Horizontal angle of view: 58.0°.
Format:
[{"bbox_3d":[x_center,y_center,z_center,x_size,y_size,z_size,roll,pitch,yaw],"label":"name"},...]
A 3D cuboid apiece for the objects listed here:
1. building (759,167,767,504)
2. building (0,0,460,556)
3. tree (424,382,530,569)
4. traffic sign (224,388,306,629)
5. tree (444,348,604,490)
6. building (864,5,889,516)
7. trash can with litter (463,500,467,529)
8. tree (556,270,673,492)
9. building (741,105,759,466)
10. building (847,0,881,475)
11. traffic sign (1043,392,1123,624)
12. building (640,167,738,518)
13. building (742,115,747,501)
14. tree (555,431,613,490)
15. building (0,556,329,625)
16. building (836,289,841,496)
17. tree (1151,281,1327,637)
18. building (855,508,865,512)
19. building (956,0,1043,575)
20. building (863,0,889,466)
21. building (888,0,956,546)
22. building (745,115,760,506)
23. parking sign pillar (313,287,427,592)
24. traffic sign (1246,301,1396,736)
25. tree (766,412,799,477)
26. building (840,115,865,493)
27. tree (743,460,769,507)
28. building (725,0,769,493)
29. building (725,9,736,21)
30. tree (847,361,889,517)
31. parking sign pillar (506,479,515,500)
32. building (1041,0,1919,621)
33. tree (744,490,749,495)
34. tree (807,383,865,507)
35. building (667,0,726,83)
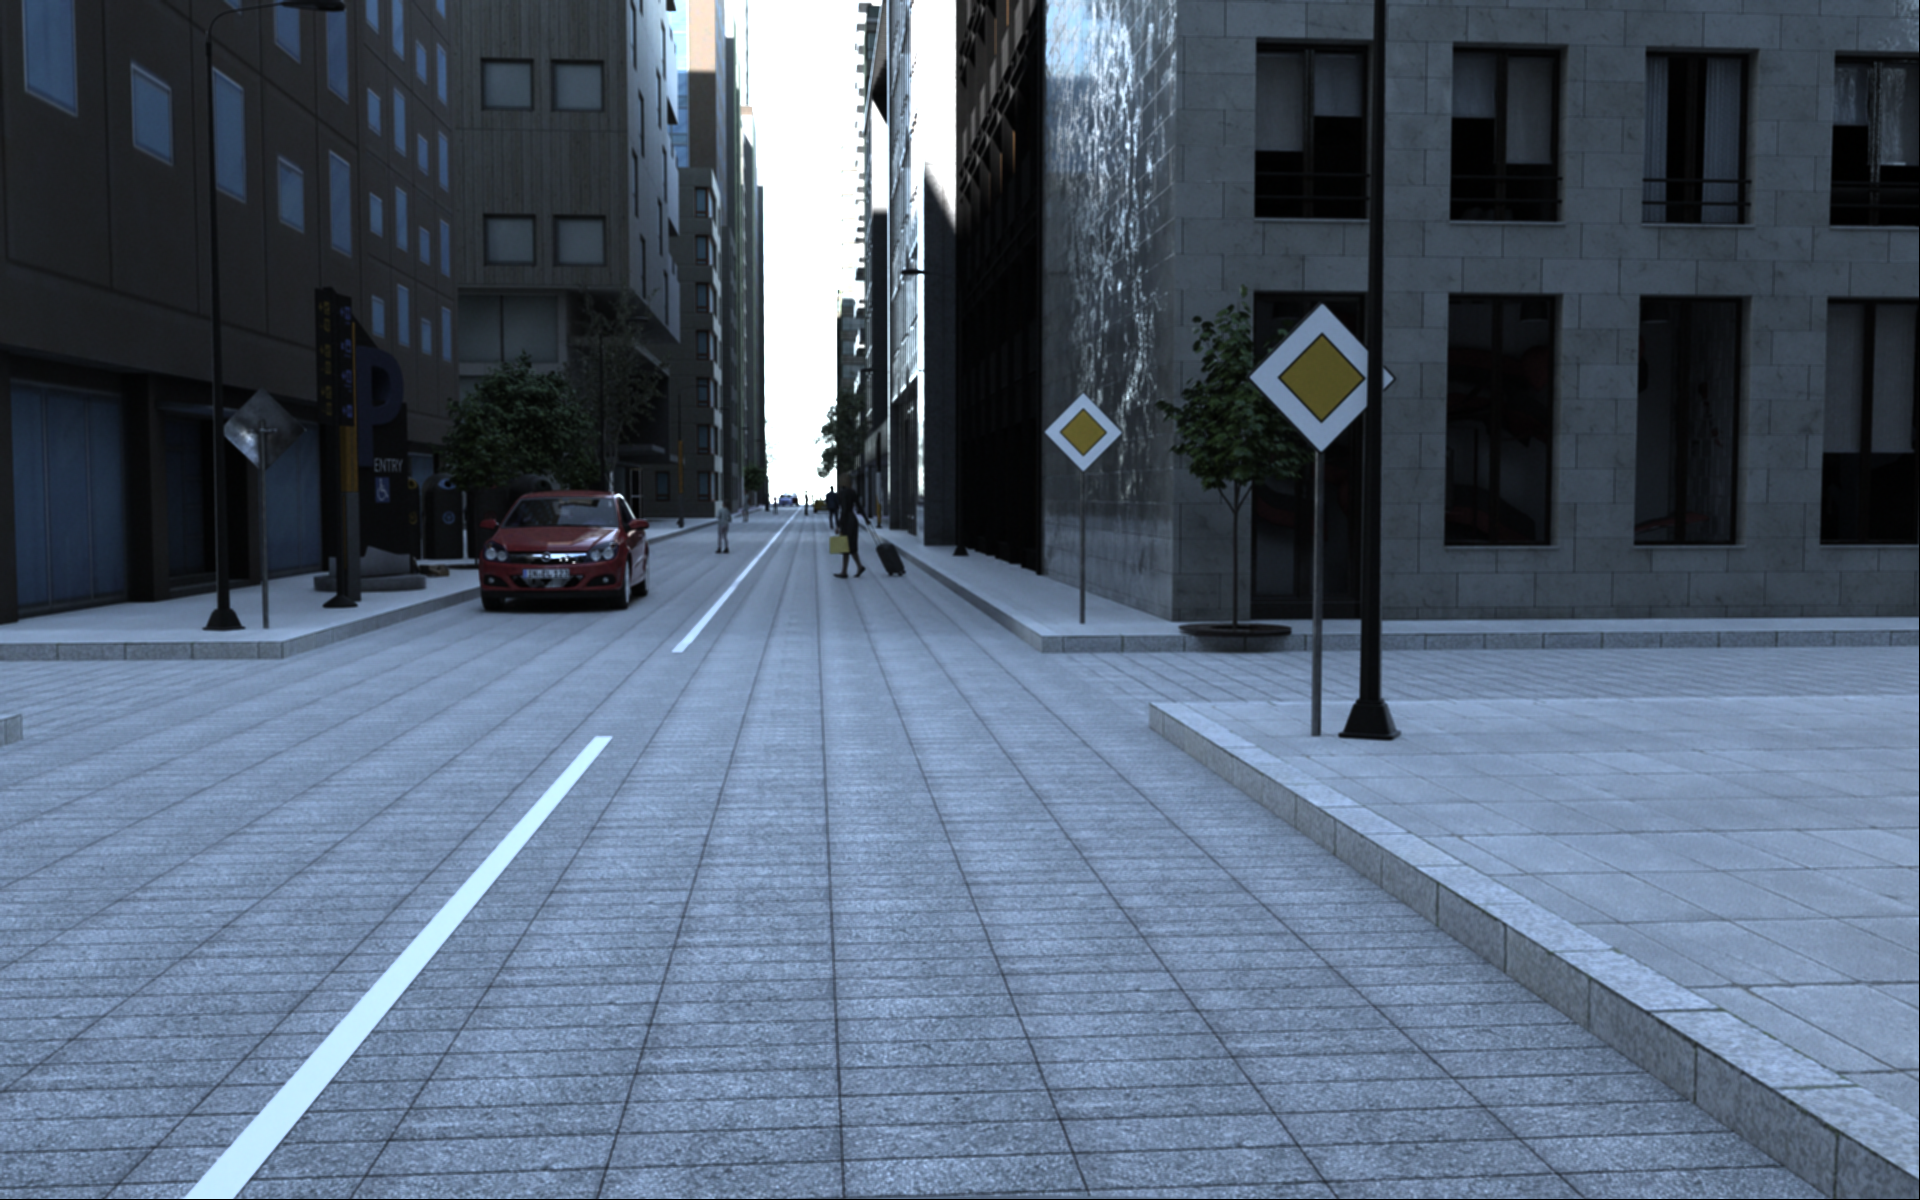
[{"bbox_3d":[-30.848,-32.193,209.948,14.154,41.232,14.086,0,4,-5],"label":"building"},{"bbox_3d":[-21.506,-24.087,43.941,14.600,45.320,14.200,0,4,-5],"label":"building"},{"bbox_3d":[-8.333,-2.154,29.813,1.663,3.219,1.824,0,3,0],"label":"tree"},{"bbox_3d":[-6.610,-0.783,16.440,0.795,2.450,0.064,0,4,-5],"label":"traffic sign"},{"bbox_3d":[-9.737,-3.377,38.923,4.285,4.588,4.351,0,3,0],"label":"tree"},{"bbox_3d":[1.046,-20.518,107.172,14.160,30.474,14.107,0,4,-5],"label":"building"},{"bbox_3d":[-12.146,-2.013,44.304,1.055,1.170,0.624,-2,4,-28],"label":"trash can with litter"},{"bbox_3d":[-11.606,-6.554,57.523,4.360,8.622,3.978,0,3,0],"label":"tree"},{"bbox_3d":[-29.900,-33.344,195.281,14.600,45.320,14.200,0,4,-5],"label":"building"},{"bbox_3d":[1.968,-32.626,153.039,23.786,49.044,30.456,0,4,-5],"label":"building"},{"bbox_3d":[1.208,-0.822,17.084,0.795,2.450,0.064,0,4,-5],"label":"traffic sign"},{"bbox_3d":[-28.115,-15.914,105.230,27.650,21.520,28.899,0,4,-5],"label":"building"},{"bbox_3d":[-26.841,-28.841,155.149,14.154,41.232,14.086,0,4,-5],"label":"building"},{"bbox_3d":[-11.420,-3.482,51.524,1.663,3.219,1.824,0,3,0],"label":"tree"},{"bbox_3d":[-16.448,-22.690,21.089,14.600,45.320,14.200,0,4,-5],"label":"building"},{"bbox_3d":[-10.427,-28.878,243.850,14.160,30.474,14.107,0,4,-5],"label":"building"},{"bbox_3d":[2.533,-1.296,15.795,1.663,3.219,1.824,0,3,0],"label":"tree"},{"bbox_3d":[8.560,-26.588,126.597,32.217,40.220,23.993,0,4,-5],"label":"building"},{"bbox_3d":[6.689,-12.560,35.036,12.332,23.373,15.834,0,4,-5],"label":"building"},{"bbox_3d":[3.250,-15.816,77.657,14.314,24.678,30.058,0,4,-5],"label":"building"},{"bbox_3d":[4.248,-14.353,52.700,12.078,24.808,19.932,0,4,-5],"label":"building"},{"bbox_3d":[-28.690,-30.433,181.169,14.154,41.232,14.086,0,4,-5],"label":"building"},{"bbox_3d":[-7.948,-2.127,23.249,1.447,3.967,1.447,1,4,14],"label":"parking sign pillar"},{"bbox_3d":[1.887,-0.335,9.128,0.795,2.450,0.064,0,4,-5],"label":"traffic sign"},{"bbox_3d":[-28.055,-20.719,249.117,12.009,13.543,11.850,0,3,0],"label":"tree"},{"bbox_3d":[-6.169,-31.012,190.647,14.154,41.232,14.086,0,4,-5],"label":"building"},{"bbox_3d":[-20.017,-11.176,166.448,4.285,4.588,4.351,0,3,0],"label":"tree"},{"bbox_3d":[-35.516,-48.181,226.015,20.563,71.187,20.611,0,4,-5],"label":"building"},{"bbox_3d":[-25.434,-27.986,141.158,14.154,41.232,14.086,0,4,-5],"label":"building"},{"bbox_3d":[-4.284,-8.871,95.399,4.360,8.622,3.978,0,3,0],"label":"tree"},{"bbox_3d":[-15.498,-4.227,57.584,1.447,3.967,1.447,0,4,6],"label":"parking sign pillar"},{"bbox_3d":[10.071,-10.270,22.663,16.860,20.320,10.420,0,4,-5],"label":"building"},{"bbox_3d":[-21.872,-10.984,174.182,1.663,3.219,1.824,0,3,0],"label":"tree"},{"bbox_3d":[-11.100,-15.967,178.062,9.611,12.733,9.660,0,3,0],"label":"tree"},{"bbox_3d":[-24.325,-29.132,126.413,14.600,45.320,14.200,0,4,-5],"label":"building"}]
